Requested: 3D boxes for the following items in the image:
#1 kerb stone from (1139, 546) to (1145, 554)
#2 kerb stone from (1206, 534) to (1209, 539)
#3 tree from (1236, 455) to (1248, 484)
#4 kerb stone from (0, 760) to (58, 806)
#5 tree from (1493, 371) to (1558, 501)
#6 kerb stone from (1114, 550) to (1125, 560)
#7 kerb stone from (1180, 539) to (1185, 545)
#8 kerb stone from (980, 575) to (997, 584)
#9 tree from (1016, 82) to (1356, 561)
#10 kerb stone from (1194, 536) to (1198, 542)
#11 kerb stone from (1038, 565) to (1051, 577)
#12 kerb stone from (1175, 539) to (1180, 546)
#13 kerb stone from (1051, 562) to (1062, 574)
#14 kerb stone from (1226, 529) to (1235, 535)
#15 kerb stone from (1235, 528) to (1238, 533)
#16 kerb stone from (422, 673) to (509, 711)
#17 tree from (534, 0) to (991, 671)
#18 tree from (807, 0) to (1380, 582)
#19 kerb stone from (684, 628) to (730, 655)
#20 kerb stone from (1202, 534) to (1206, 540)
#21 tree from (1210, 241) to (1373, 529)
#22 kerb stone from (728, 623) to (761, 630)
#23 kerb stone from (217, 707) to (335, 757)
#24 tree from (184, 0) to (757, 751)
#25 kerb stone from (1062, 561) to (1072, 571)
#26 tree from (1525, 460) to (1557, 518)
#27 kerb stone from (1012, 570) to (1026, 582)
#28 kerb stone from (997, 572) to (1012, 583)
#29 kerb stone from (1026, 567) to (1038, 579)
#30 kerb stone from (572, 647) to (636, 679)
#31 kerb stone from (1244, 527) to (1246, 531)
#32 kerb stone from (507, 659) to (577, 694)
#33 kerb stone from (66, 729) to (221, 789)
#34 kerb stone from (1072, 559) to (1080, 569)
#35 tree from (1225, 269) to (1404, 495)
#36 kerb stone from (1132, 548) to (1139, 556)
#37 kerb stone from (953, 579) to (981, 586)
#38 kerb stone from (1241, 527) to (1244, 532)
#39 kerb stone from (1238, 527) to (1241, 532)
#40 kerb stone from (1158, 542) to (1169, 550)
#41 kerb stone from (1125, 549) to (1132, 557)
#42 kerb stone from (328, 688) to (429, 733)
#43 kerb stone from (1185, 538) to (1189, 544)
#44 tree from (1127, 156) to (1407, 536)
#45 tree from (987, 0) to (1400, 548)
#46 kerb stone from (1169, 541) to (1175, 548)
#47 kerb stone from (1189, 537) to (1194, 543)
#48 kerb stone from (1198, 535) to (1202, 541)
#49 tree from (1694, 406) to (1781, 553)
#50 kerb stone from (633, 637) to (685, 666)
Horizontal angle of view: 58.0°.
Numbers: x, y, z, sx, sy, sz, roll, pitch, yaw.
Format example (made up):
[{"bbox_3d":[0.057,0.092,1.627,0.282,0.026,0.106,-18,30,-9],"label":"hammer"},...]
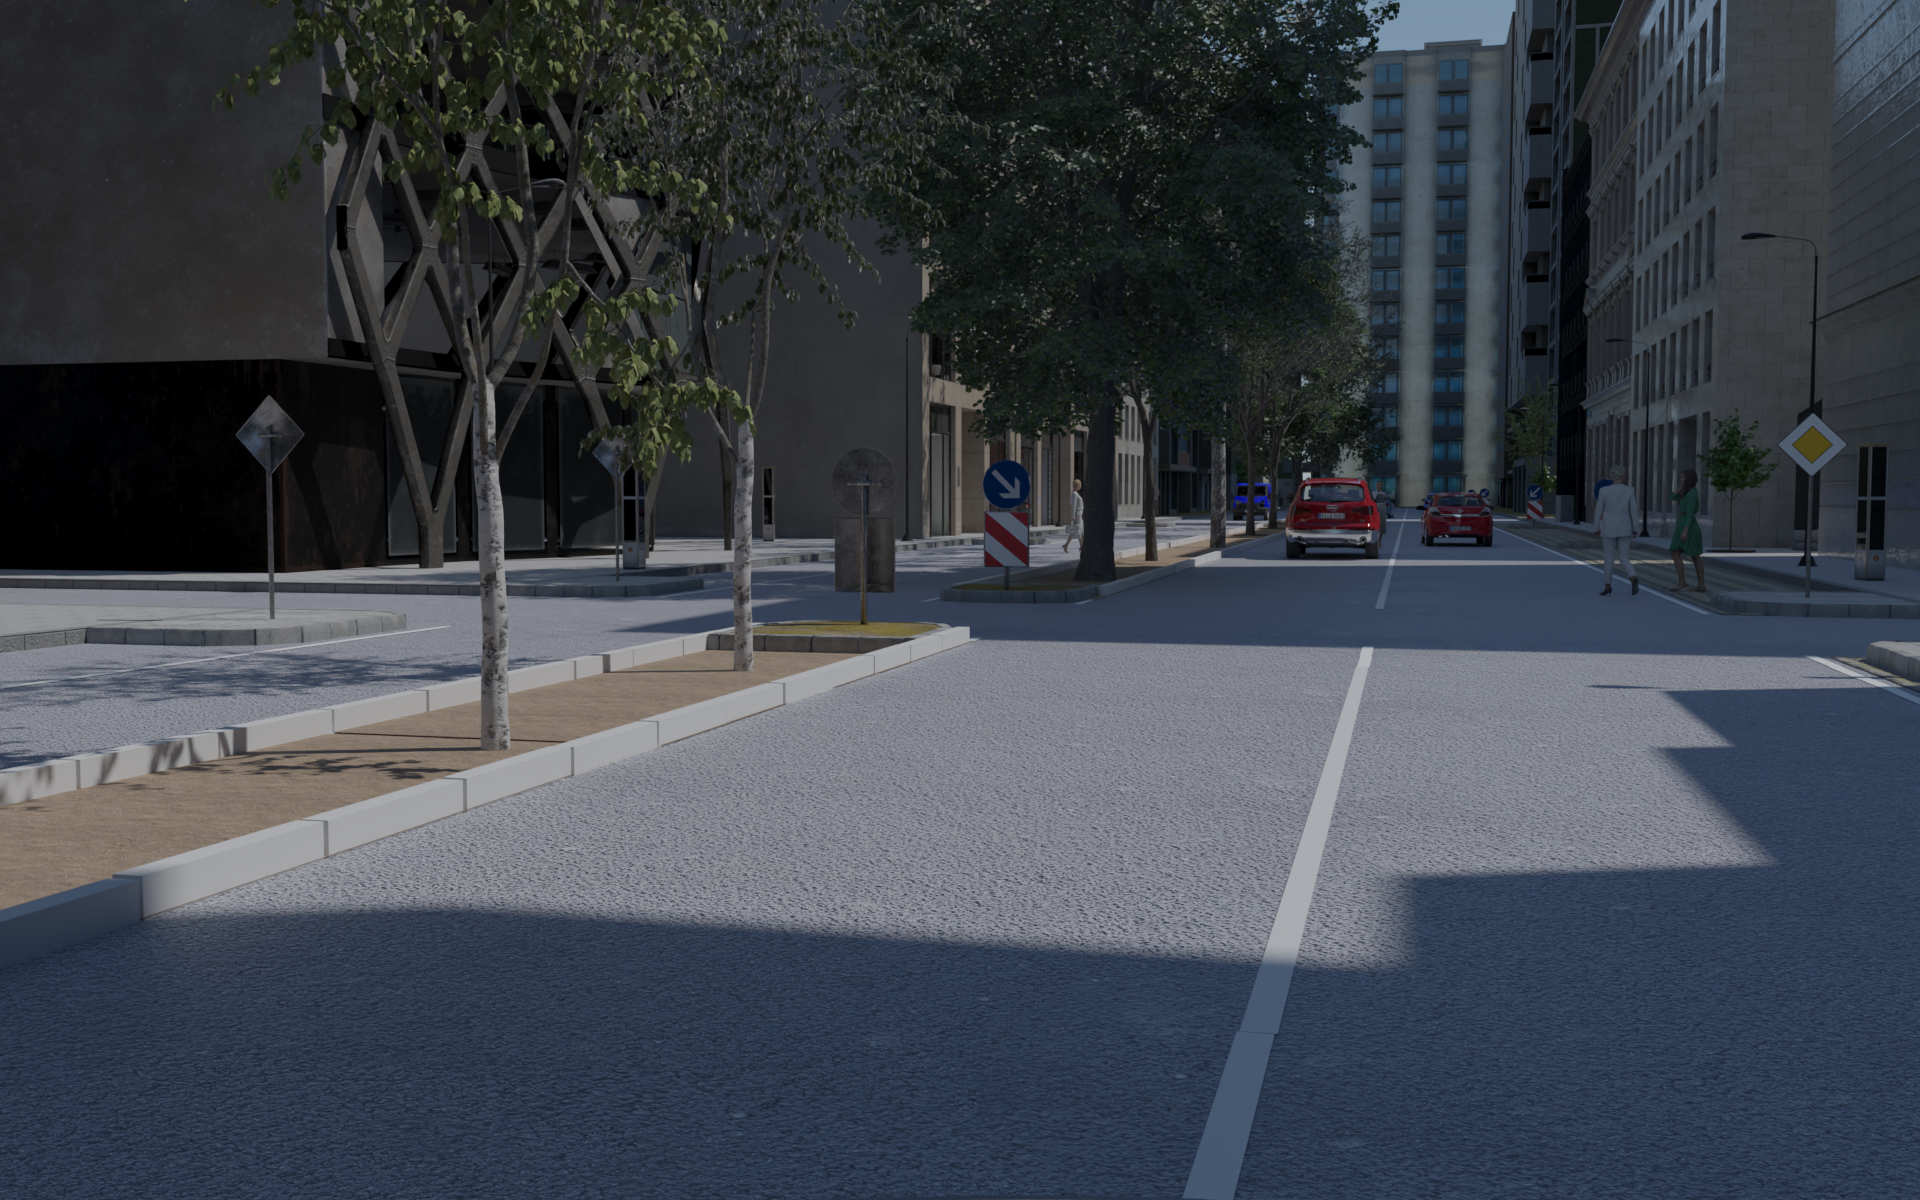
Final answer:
[{"bbox_3d":[4.228,-1.156,41.097,0.120,0.150,1.000,1,4,15],"label":"kerb stone"},{"bbox_3d":[7.581,-1.946,54.020,0.120,0.150,1.000,1,4,15],"label":"kerb stone"},{"bbox_3d":[23.200,-9.826,144.373,4.285,4.588,4.351,0,3,0],"label":"tree"},{"bbox_3d":[-4.439,0.876,7.870,0.120,0.150,1.000,1,4,15],"label":"kerb stone"},{"bbox_3d":[34.153,-9.351,103.255,4.737,8.622,4.395,0,3,0],"label":"tree"},{"bbox_3d":[3.444,-0.972,38.126,0.120,0.150,1.000,1,4,15],"label":"kerb stone"},{"bbox_3d":[6.038,-1.579,48.058,0.120,0.150,1.000,1,4,15],"label":"kerb stone"},{"bbox_3d":[0.341,-0.245,26.223,0.120,0.150,1.000,1,4,15],"label":"kerb stone"},{"bbox_3d":[4.188,-6.116,36.874,8.767,10.594,7.601,1,4,15],"label":"tree"},{"bbox_3d":[6.812,-1.764,51.033,0.120,0.150,1.000,1,4,15],"label":"kerb stone"},{"bbox_3d":[1.379,-0.489,30.192,0.120,0.150,1.000,1,4,15],"label":"kerb stone"},{"bbox_3d":[5.775,-1.521,47.065,0.120,0.150,1.000,1,4,15],"label":"kerb stone"},{"bbox_3d":[1.640,-0.547,31.180,0.120,0.150,1.000,1,4,15],"label":"kerb stone"},{"bbox_3d":[9.655,-2.430,61.971,0.120,0.150,1.000,1,4,15],"label":"kerb stone"},{"bbox_3d":[9.910,-2.490,62.962,0.120,0.150,1.000,1,4,15],"label":"kerb stone"},{"bbox_3d":[-3.409,0.633,11.843,0.120,0.150,1.000,1,4,15],"label":"kerb stone"},{"bbox_3d":[-1.703,-3.739,13.948,4.360,8.622,3.978,0,3,0],"label":"tree"},{"bbox_3d":[2.253,-7.282,28.167,9.857,13.997,8.962,0,3,0],"label":"tree"},{"bbox_3d":[-2.371,0.391,15.803,0.120,0.150,1.000,1,4,15],"label":"kerb stone"},{"bbox_3d":[7.326,-1.885,53.019,0.120,0.150,1.000,1,4,15],"label":"kerb stone"},{"bbox_3d":[12.911,-8.709,70.597,9.928,11.665,9.643,0,3,0],"label":"tree"},{"bbox_3d":[-2.116,0.333,16.793,0.120,0.150,1.000,1,4,15],"label":"kerb stone"},{"bbox_3d":[-3.926,0.759,9.851,0.120,0.150,1.000,1,4,15],"label":"kerb stone"},{"bbox_3d":[-2.617,-3.447,9.183,4.737,8.622,4.395,0,3,0],"label":"tree"},{"bbox_3d":[1.889,-0.611,32.177,0.120,0.150,1.000,1,4,15],"label":"kerb stone"},{"bbox_3d":[33.064,-6.321,97.958,1.663,3.219,1.824,0,3,0],"label":"tree"},{"bbox_3d":[0.861,-0.367,28.204,0.120,0.150,1.000,1,4,15],"label":"kerb stone"},{"bbox_3d":[0.600,-0.307,27.216,0.120,0.150,1.000,1,4,15],"label":"kerb stone"},{"bbox_3d":[1.116,-0.427,29.194,0.120,0.150,1.000,1,4,15],"label":"kerb stone"},{"bbox_3d":[-2.883,0.512,13.821,0.120,0.150,1.000,1,4,15],"label":"kerb stone"},{"bbox_3d":[10.686,-2.675,65.937,0.120,0.150,1.000,1,4,15],"label":"kerb stone"},{"bbox_3d":[-3.148,0.575,12.831,0.120,0.150,1.000,1,4,15],"label":"kerb stone"},{"bbox_3d":[-4.179,0.816,8.861,0.120,0.150,1.000,1,4,15],"label":"kerb stone"},{"bbox_3d":[2.146,-0.671,33.167,0.120,0.150,1.000,1,4,15],"label":"kerb stone"},{"bbox_3d":[16.147,-9.953,82.199,9.611,12.733,9.660,0,3,0],"label":"tree"},{"bbox_3d":[3.957,-1.096,40.111,0.120,0.150,1.000,1,4,15],"label":"kerb stone"},{"bbox_3d":[0.083,-0.180,25.233,0.120,0.150,1.000,1,4,15],"label":"kerb stone"},{"bbox_3d":[10.434,-2.614,64.944,0.120,0.150,1.000,1,4,15],"label":"kerb stone"},{"bbox_3d":[10.175,-2.552,63.955,0.120,0.150,1.000,1,4,15],"label":"kerb stone"},{"bbox_3d":[5.253,-1.400,45.083,0.120,0.150,1.000,1,4,15],"label":"kerb stone"},{"bbox_3d":[3.700,-1.031,39.116,0.120,0.150,1.000,1,4,15],"label":"kerb stone"},{"bbox_3d":[-3.673,0.699,10.855,0.120,0.150,1.000,1,4,15],"label":"kerb stone"},{"bbox_3d":[6.291,-1.642,49.048,0.120,0.150,1.000,1,4,15],"label":"kerb stone"},{"bbox_3d":[9.964,-8.935,58.921,12.009,13.543,11.850,0,3,0],"label":"tree"},{"bbox_3d":[5.907,-11.518,46.660,12.611,20.169,13.585,0,3,0],"label":"tree"},{"bbox_3d":[5.528,-1.460,46.072,0.120,0.150,1.000,1,4,15],"label":"kerb stone"},{"bbox_3d":[6.554,-1.701,50.037,0.120,0.150,1.000,1,4,15],"label":"kerb stone"},{"bbox_3d":[7.062,-1.824,52.024,0.120,0.150,1.000,1,4,15],"label":"kerb stone"},{"bbox_3d":[16.971,-2.657,38.046,1.663,3.219,1.824,0,3,0],"label":"tree"},{"bbox_3d":[-2.630,0.452,14.812,0.120,0.150,1.000,1,4,15],"label":"kerb stone"}]
